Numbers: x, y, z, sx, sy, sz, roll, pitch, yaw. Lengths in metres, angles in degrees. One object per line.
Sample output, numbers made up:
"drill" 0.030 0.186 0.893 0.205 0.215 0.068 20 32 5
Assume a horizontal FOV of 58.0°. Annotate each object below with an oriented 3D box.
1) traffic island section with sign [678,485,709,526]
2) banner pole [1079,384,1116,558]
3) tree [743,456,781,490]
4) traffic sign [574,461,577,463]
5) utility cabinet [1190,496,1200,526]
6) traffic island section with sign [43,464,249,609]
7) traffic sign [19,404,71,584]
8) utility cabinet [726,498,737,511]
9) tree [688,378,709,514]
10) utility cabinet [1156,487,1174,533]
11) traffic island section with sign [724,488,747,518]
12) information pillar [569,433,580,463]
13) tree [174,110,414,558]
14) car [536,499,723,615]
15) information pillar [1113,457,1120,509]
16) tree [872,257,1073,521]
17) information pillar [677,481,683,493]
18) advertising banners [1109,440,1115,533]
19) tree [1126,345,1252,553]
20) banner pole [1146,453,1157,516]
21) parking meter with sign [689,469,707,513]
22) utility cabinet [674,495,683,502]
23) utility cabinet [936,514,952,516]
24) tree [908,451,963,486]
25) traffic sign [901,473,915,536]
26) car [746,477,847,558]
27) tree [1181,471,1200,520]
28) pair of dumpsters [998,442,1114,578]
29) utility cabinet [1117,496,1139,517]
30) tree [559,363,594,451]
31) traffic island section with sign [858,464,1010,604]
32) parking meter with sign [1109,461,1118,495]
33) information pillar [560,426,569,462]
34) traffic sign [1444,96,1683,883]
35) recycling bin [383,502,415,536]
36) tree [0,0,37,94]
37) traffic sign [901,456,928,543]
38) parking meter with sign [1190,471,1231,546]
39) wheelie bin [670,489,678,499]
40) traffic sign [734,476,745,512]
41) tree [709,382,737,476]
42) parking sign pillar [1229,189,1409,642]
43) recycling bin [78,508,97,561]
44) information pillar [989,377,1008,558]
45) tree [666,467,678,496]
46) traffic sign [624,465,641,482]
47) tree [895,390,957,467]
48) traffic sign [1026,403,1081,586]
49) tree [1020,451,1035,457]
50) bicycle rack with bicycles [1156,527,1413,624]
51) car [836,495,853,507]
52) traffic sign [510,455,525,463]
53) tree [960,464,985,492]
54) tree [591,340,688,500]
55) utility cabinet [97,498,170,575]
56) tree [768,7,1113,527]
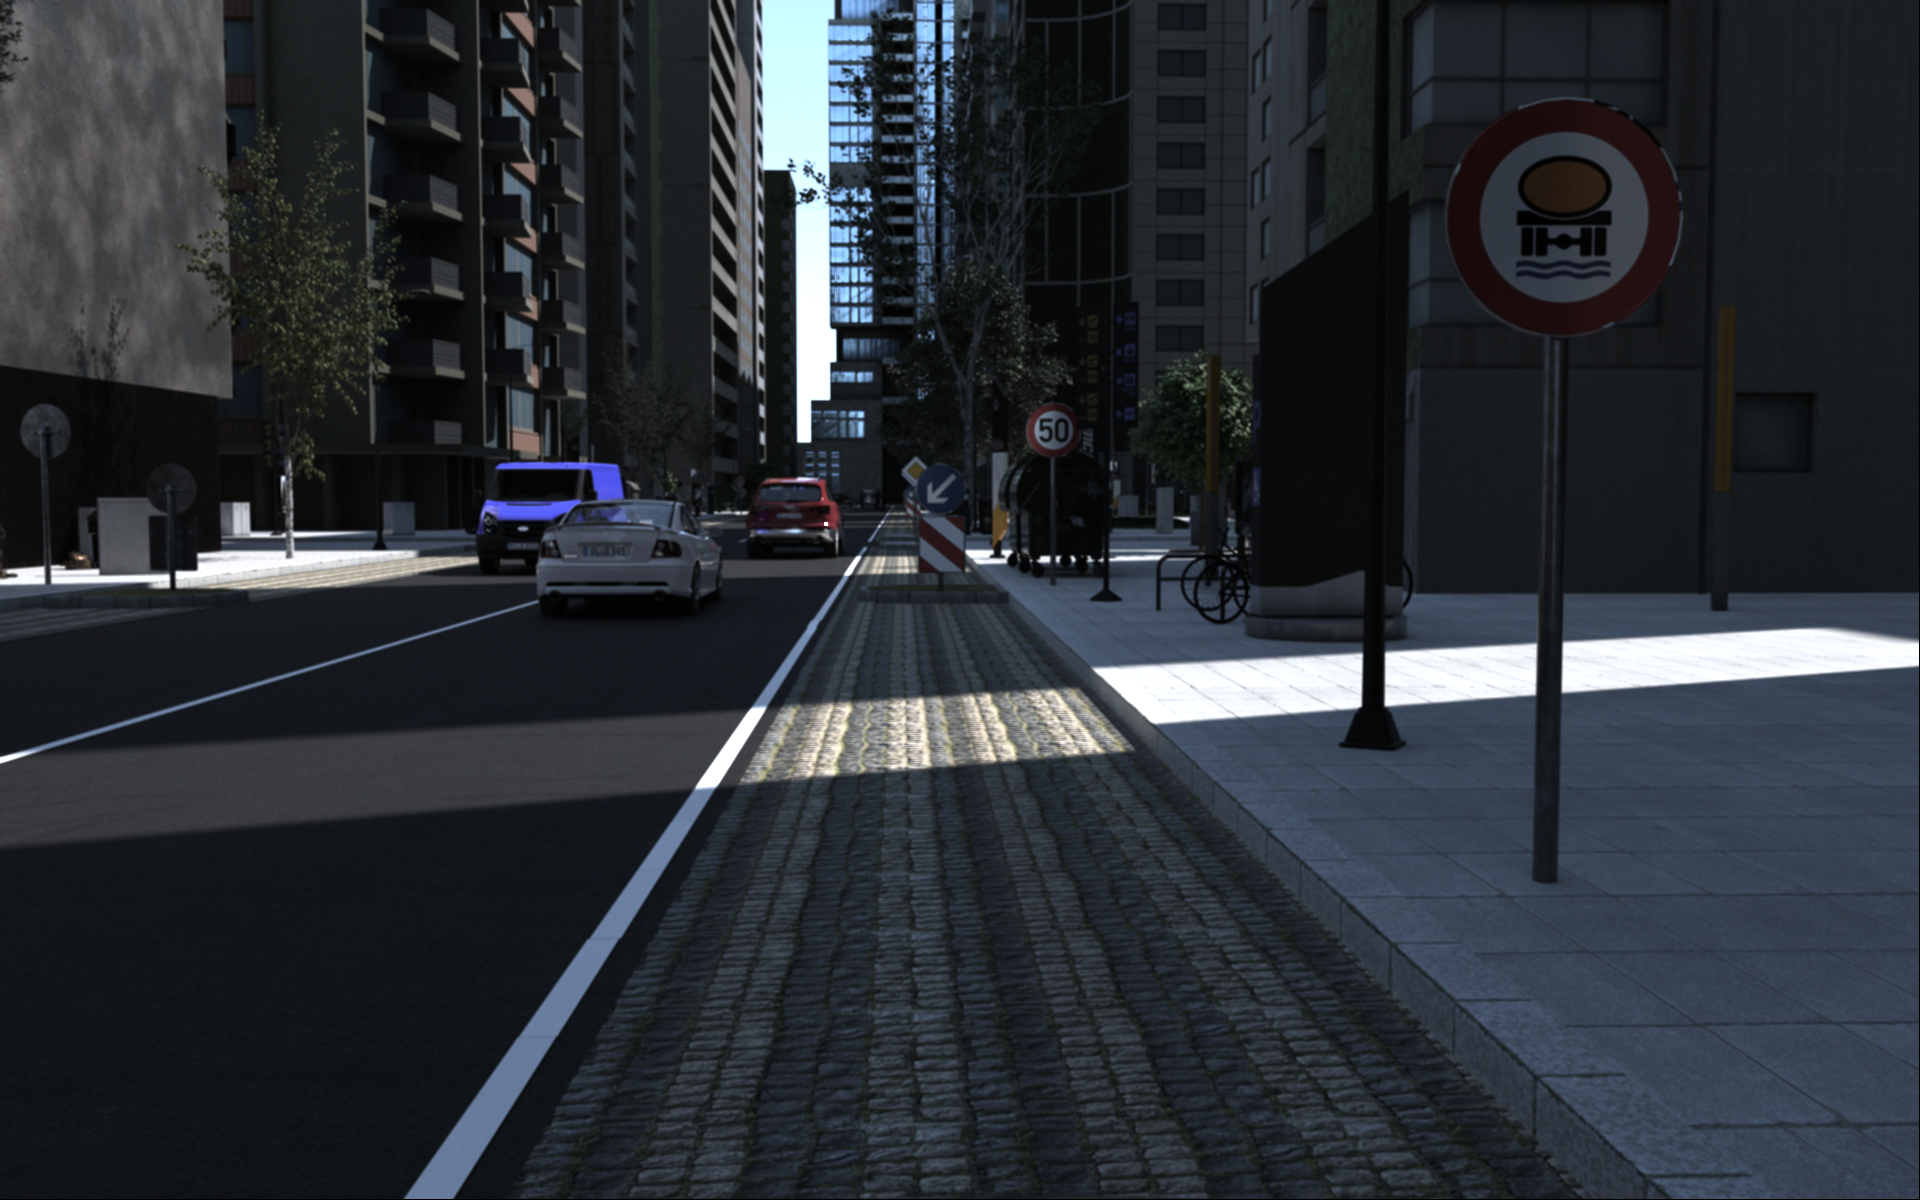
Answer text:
"traffic island section with sign" -12.299 -4.219 77.609 1.989 1.847 2.006 0 4 -2
"banner pole" 2.706 -2.728 34.612 0.863 3.779 0.401 -1 4 -13
"tree" -16.990 -10.090 148.685 4.285 4.588 4.351 0 3 0
"traffic sign" -11.758 -3.016 52.948 0.795 2.450 0.064 0 4 -2
"utility cabinet" 9.764 -3.659 70.991 0.306 1.237 1.020 2 4 32
"traffic island section with sign" -10.412 -0.845 22.438 1.989 1.847 2.006 0 4 -2
"traffic sign" -12.989 -1.498 24.593 0.768 2.556 0.104 0 4 6
"utility cabinet" -16.765 -7.257 127.333 0.318 1.500 1.173 1 4 22
"tree" -16.274 -8.758 93.557 4.360 8.622 3.978 0 3 0
"utility cabinet" 6.624 -2.899 56.074 0.318 1.500 1.173 1 4 20
"traffic island section with sign" -13.229 -5.893 104.982 1.989 1.847 2.006 0 4 -2
"information pillar" -14.859 -4.605 66.646 0.504 3.616 0.183 0 4 -6
"tree" -13.147 -5.140 34.397 4.737 8.622 4.395 0 3 0
"car" -4.095 -0.584 21.903 2.083 1.381 4.827 0 4 -2
"information pillar" 9.341 -6.866 103.607 0.504 3.616 0.183 -1 4 -11
"tree" 0.644 -10.198 83.748 9.611 12.733 9.660 0 3 0
"information pillar" -16.196 -5.864 100.370 0.304 2.012 0.304 0 4 1
"advertising banners" 4.968 -3.723 57.057 0.090 3.025 2.074 0 4 -1
"tree" 5.386 -3.330 38.163 4.285 4.588 4.351 0 3 0
"banner pole" 9.330 -5.795 84.761 0.863 3.779 0.401 3 5 42
"parking meter with sign" -18.082 -7.566 119.968 0.543 3.016 1.738 -3 4 -36
"utility cabinet" -15.625 -5.246 96.931 0.306 1.237 1.020 1 4 18
"utility cabinet" -0.923 -5.607 102.836 1.020 1.237 0.306 2 4 25
"tree" -1.364 -7.745 110.350 4.285 4.588 4.351 0 3 0
"traffic sign" -1.419 -3.036 53.278 0.795 2.450 0.064 0 4 -2
"car" -3.795 -1.940 40.400 2.281 1.827 5.304 0 4 -1
"tree" 11.546 -5.491 84.387 1.663 3.219 1.824 0 3 0
"pair of dumpsters" 1.534 -1.589 28.467 1.574 2.255 4.437 0 4 -2
"utility cabinet" 6.546 -3.449 67.555 0.306 1.237 1.020 -2 4 -30
"tree" -22.123 -8.713 92.820 4.737 8.622 4.395 0 3 0
"traffic island section with sign" -0.379 -0.907 23.454 1.989 1.847 2.006 0 4 -2
"parking meter with sign" 7.659 -5.804 91.148 0.543 3.016 1.738 -1 4 -23
"information pillar" -13.814 -4.208 60.150 0.183 3.616 0.504 -1 4 -17
"traffic sign" 1.941 -0.340 5.668 0.768 2.556 0.104 0 3 0
"recycling bin" -17.311 -2.501 53.443 0.722 1.027 0.722 -3 5 -43
"tree" -13.491 -6.348 14.165 12.009 13.543 11.850 0 3 0
"traffic sign" -1.148 -2.548 45.298 0.795 2.450 0.064 0 4 -2
"parking meter with sign" 6.386 -2.903 43.726 0.543 3.016 1.738 2 4 33
"wheelie bin" -19.124 -6.662 116.834 0.980 1.594 0.693 3 5 42
"traffic sign" -15.961 -7.665 125.434 0.768 2.556 0.104 0 4 1
"tree" -16.786 -9.963 113.257 4.360 8.622 3.978 0 3 0
"parking sign pillar" 3.306 -1.657 15.564 1.447 3.967 1.447 0 4 -2
"recycling bin" -15.766 -1.192 32.051 0.722 1.027 0.722 1 4 16
"information pillar" 0.792 -2.641 34.541 0.183 3.616 0.504 -2 4 -29
"tree" -20.460 -7.749 121.296 1.663 3.219 1.824 0 3 0
"traffic sign" -14.556 -4.687 76.633 0.884 2.594 0.081 0 4 6
"tree" -1.687 -12.312 135.715 7.601 10.594 8.767 1 4 17
"traffic sign" 1.307 -1.475 24.230 0.768 2.556 0.104 0 4 0
"tree" 2.187 -2.888 41.814 1.663 3.219 1.824 0 3 0
"bicycle rack with bicycles" 3.448 -0.304 18.354 2.925 0.926 2.852 -1 4 -14
"car" -12.941 -11.135 194.635 1.945 1.354 3.894 0 4 -2
"traffic sign" -11.487 -2.528 44.968 0.795 2.450 0.064 0 4 -2
"tree" 0.611 -6.087 94.122 1.663 3.219 1.824 0 3 0
"tree" -15.428 -8.082 82.498 4.360 8.622 3.978 0 3 0
"utility cabinet" -13.149 -1.004 27.580 1.020 1.237 0.306 -2 4 -24
"tree" -0.701 -13.006 68.531 12.611 20.169 13.585 0 3 0
